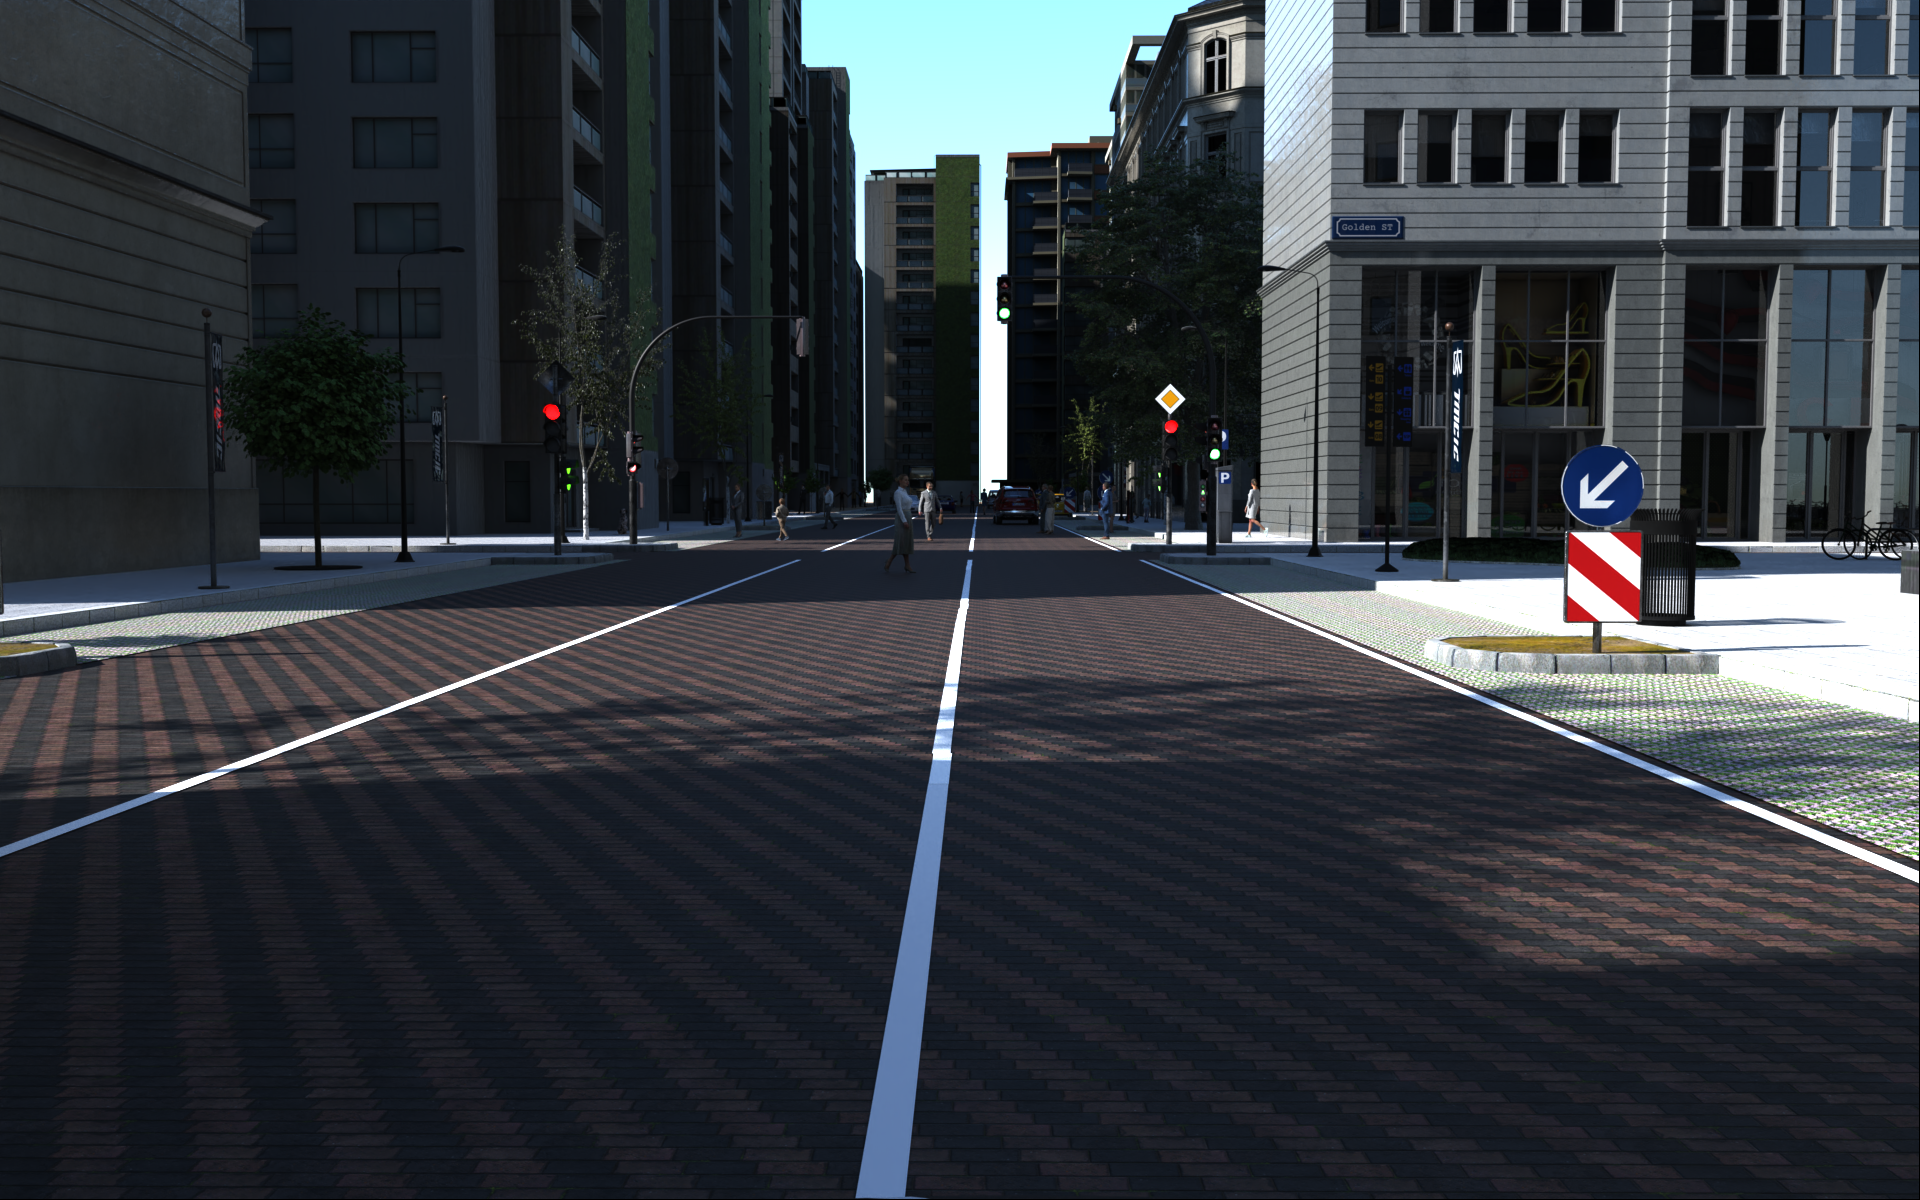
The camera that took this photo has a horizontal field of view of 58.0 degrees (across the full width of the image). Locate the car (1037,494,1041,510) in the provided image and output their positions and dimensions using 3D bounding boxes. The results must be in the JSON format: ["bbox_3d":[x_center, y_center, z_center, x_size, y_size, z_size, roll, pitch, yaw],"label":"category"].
[{"bbox_3d":[6.224,-7.945,140.122,2.015,1.641,3.980,0,4,0],"label":"car"}]

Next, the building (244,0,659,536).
[{"bbox_3d":[-18.559,-22.897,57.958,14.154,41.232,14.086,0,4,1],"label":"building"}]

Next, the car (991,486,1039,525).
[{"bbox_3d":[2.657,-4.542,82.942,2.281,1.827,5.304,0,4,-1],"label":"car"}]

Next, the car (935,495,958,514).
[{"bbox_3d":[-1.154,-6.989,126.856,1.945,1.354,3.894,0,4,1],"label":"car"}]

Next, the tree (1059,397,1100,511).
[{"bbox_3d":[9.198,-10.851,127.776,4.737,8.622,4.395,0,3,0],"label":"tree"}]

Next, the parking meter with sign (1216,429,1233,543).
[{"bbox_3d":[6.944,-3.033,45.855,0.543,3.016,1.738,0,4,1],"label":"parking meter with sign"}]

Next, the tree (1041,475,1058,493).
[{"bbox_3d":[9.208,-11.031,174.960,1.663,3.219,1.824,0,3,0],"label":"tree"}]

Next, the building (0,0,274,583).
[{"bbox_3d":[-27.958,-11.786,25.989,30.059,22.955,16.112,0,4,1],"label":"building"}]

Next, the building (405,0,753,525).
[{"bbox_3d":[-17.482,-24.507,84.278,14.154,41.232,14.086,0,4,1],"label":"building"}]

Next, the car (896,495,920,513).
[{"bbox_3d":[-3.971,-7.452,134.196,2.083,1.381,4.827,0,4,0],"label":"car"}]

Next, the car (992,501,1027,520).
[{"bbox_3d":[2.848,-5.243,97.730,2.014,1.417,4.499,0,4,-1],"label":"car"}]

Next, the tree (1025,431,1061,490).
[{"bbox_3d":[9.118,-15.048,196.402,4.360,8.622,3.978,0,3,0],"label":"tree"}]

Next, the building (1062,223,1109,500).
[{"bbox_3d":[17.880,-25.328,185.819,14.160,30.474,14.107,0,4,1],"label":"building"}]

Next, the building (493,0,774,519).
[{"bbox_3d":[-19.424,-25.877,106.690,14.154,41.232,14.086,0,4,1],"label":"building"}]

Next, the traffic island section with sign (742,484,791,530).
[{"bbox_3d":[-7.786,-3.693,69.005,1.989,1.847,2.006,0,4,1],"label":"traffic island section with sign"}]

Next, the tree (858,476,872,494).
[{"bbox_3d":[-9.646,-11.360,180.339,1.663,3.219,1.824,0,3,0],"label":"tree"}]

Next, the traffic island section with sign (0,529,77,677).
[{"bbox_3d":[-8.388,-0.328,13.996,1.989,1.847,2.006,0,4,1],"label":"traffic island section with sign"}]

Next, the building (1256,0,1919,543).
[{"bbox_3d":[24.533,-16.692,50.400,29.804,29.767,11.434,0,4,1],"label":"building"}]

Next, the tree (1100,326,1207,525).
[{"bbox_3d":[8.581,-7.446,72.106,4.737,8.622,4.395,0,3,0],"label":"tree"}]

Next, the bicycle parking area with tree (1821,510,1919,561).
[{"bbox_3d":[21.066,-2.678,30.790,9.016,4.147,8.231,0,4,6],"label":"bicycle parking area with tree"}]

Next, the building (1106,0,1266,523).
[{"bbox_3d":[18.222,-19.579,96.533,17.030,29.872,44.131,0,4,1],"label":"building"}]

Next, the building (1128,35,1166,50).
[{"bbox_3d":[25.414,-27.546,142.266,32.217,40.220,23.993,0,4,1],"label":"building"}]

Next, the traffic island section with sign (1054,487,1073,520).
[{"bbox_3d":[5.938,-5.350,96.102,1.989,1.847,2.006,0,4,1],"label":"traffic island section with sign"}]

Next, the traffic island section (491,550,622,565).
[{"bbox_3d":[-8.470,-0.863,36.396,2.009,0.180,2.903,0,4,1],"label":"traffic island section"}]

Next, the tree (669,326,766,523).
[{"bbox_3d":[-10.236,-7.629,75.093,4.737,8.622,4.395,0,3,0],"label":"tree"}]

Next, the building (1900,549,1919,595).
[{"bbox_3d":[21.745,-28.603,9.665,21.231,58.520,28.212,0,4,1],"label":"building"}]

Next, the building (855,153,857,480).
[{"bbox_3d":[-18.341,-30.749,186.333,14.086,41.232,14.154,0,4,1],"label":"building"}]

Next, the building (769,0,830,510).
[{"bbox_3d":[-21.502,-43.101,142.954,20.563,71.187,20.611,0,4,1],"label":"building"}]

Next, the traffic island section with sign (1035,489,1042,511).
[{"bbox_3d":[6.483,-8.403,146.021,1.989,1.847,2.006,0,4,1],"label":"traffic island section with sign"}]

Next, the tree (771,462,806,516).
[{"bbox_3d":[-10.539,-6.639,103.142,1.663,3.219,1.824,0,3,0],"label":"tree"}]

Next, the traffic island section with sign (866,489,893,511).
[{"bbox_3d":[-6.923,-8.437,146.573,1.989,1.847,2.006,0,4,1],"label":"traffic island section with sign"}]

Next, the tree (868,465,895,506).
[{"bbox_3d":[-8.875,-12.888,194.439,4.285,4.588,4.351,0,3,0],"label":"tree"}]

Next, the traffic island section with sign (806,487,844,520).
[{"bbox_3d":[-7.485,-5.350,96.095,1.989,1.847,2.006,0,4,1],"label":"traffic island section with sign"}]

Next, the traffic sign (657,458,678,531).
[{"bbox_3d":[-10.195,-3.687,60.384,0.768,2.556,0.104,0,4,5],"label":"traffic sign"}]

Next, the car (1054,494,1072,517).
[{"bbox_3d":[5.782,-5.665,102.846,2.015,1.641,3.980,0,4,2],"label":"car"}]

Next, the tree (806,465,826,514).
[{"bbox_3d":[-9.841,-7.322,114.314,1.663,3.219,1.824,0,3,0],"label":"tree"}]

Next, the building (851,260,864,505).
[{"bbox_3d":[-19.071,-26.927,211.956,14.107,30.474,14.160,0,4,1],"label":"building"}]

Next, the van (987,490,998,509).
[{"bbox_3d":[3.540,-10.094,172.045,2.013,2.044,4.112,0,4,1],"label":"van"}]

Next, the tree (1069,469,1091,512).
[{"bbox_3d":[8.833,-7.864,123.183,1.663,3.219,1.824,0,3,0],"label":"tree"}]

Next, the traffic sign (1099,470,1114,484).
[{"bbox_3d":[7.852,-5.679,92.951,0.768,2.556,0.104,0,4,4],"label":"traffic sign"}]

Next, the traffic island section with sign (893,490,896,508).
[{"bbox_3d":[-6.634,-10.091,173.609,1.989,1.847,2.006,0,4,1],"label":"traffic island section with sign"}]

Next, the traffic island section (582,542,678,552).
[{"bbox_3d":[-8.382,-1.352,44.380,2.009,0.180,2.903,0,4,1],"label":"traffic island section"}]

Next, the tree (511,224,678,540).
[{"bbox_3d":[-10.210,-5.982,48.171,4.360,8.622,3.978,0,3,0],"label":"tree"}]

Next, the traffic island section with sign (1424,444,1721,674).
[{"bbox_3d":[5.044,-0.368,14.642,1.989,1.847,2.006,0,4,1],"label":"traffic island section with sign"}]

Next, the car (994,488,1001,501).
[{"bbox_3d":[3.321,-6.637,117.184,2.281,1.827,5.304,0,4,2],"label":"car"}]

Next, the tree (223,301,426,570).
[{"bbox_3d":[-10.954,-2.812,29.686,4.285,4.588,4.351,0,3,0],"label":"tree"}]

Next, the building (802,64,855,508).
[{"bbox_3d":[-17.681,-29.208,161.143,14.154,41.232,14.086,0,4,1],"label":"building"}]

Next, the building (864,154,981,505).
[{"bbox_3d":[-4.468,-32.284,211.432,14.086,41.232,14.154,0,4,1],"label":"building"}]

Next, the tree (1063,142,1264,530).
[{"bbox_3d":[8.309,-9.494,61.881,9.857,13.997,8.962,0,3,0],"label":"tree"}]

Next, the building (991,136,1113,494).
[{"bbox_3d":[18.353,-34.253,214.654,28.867,44.769,22.147,0,4,1],"label":"building"}]

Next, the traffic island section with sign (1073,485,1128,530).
[{"bbox_3d":[5.628,-3.682,68.822,1.989,1.847,2.006,0,4,1],"label":"traffic island section with sign"}]

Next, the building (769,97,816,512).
[{"bbox_3d":[-18.252,-21.698,126.456,14.160,30.474,14.107,0,4,1],"label":"building"}]
